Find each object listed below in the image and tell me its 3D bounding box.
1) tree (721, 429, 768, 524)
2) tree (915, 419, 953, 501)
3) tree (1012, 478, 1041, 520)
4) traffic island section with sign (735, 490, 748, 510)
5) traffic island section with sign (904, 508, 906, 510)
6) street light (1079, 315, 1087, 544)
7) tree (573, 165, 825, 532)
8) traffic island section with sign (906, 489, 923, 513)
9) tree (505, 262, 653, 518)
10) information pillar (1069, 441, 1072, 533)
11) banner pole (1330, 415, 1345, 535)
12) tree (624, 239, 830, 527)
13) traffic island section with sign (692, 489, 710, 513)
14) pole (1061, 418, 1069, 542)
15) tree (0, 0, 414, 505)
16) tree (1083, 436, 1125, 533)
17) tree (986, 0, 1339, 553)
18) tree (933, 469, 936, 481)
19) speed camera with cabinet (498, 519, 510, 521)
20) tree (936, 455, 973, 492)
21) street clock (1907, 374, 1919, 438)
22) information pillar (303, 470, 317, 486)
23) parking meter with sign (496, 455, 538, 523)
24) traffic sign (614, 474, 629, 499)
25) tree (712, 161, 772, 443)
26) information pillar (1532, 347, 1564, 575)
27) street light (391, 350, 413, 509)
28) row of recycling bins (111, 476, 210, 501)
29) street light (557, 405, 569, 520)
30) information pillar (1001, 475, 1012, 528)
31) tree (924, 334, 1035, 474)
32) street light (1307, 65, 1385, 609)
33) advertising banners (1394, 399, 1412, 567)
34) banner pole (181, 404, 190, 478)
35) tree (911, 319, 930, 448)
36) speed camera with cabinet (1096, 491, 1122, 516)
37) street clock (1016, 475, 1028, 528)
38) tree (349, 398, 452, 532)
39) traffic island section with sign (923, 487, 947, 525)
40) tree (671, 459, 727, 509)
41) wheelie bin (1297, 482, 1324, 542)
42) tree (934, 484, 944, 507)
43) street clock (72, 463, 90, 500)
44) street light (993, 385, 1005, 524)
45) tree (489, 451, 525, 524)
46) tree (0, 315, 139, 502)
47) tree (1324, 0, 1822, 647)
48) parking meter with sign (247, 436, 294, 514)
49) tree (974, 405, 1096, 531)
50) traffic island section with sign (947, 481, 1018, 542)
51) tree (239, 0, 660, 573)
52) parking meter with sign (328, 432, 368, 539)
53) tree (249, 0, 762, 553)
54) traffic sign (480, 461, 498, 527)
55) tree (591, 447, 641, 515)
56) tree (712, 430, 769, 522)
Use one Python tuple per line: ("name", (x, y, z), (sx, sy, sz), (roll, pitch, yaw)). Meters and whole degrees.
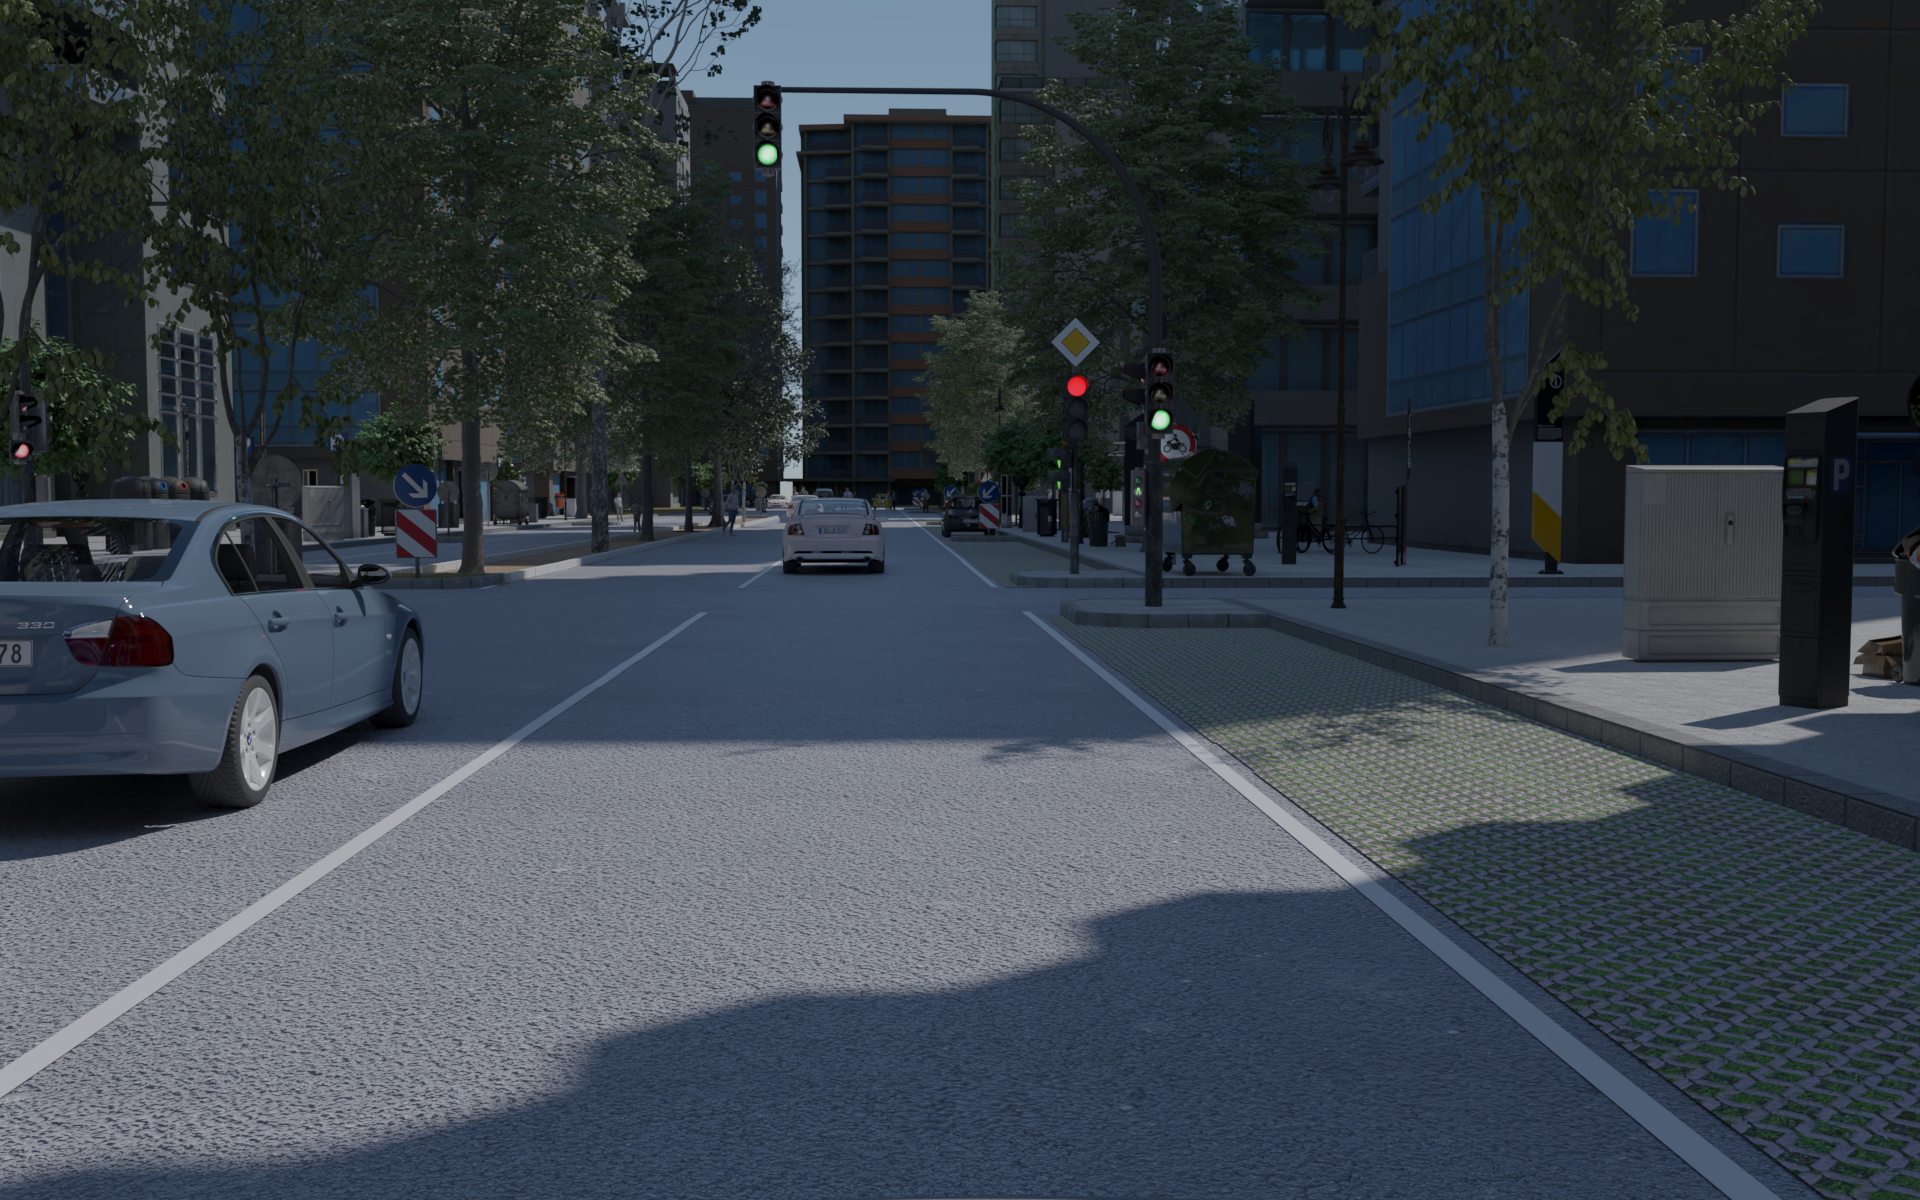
("tree", (-10.844, -7.958, 82.928), (4.737, 8.622, 4.395), (0, 3, 0))
("tree", (-1.554, -12.170, 149.348), (4.360, 8.622, 3.978), (0, 3, 0))
("tree", (3.124, -5.555, 85.430), (1.663, 3.219, 1.824), (0, 3, 0))
("traffic island section with sign", (-20.130, -8.991, 155.636), (1.989, 1.847, 2.006), (0, 4, -3))
("traffic island section with sign", (-4.089, -9.051, 156.607), (1.989, 1.847, 2.006), (0, 4, -3))
("street light", (3.123, -4.384, 44.461), (0.468, 5.910, 1.993), (0, 4, -3))
("tree", (-10.094, -9.259, 64.204), (12.009, 13.543, 11.850), (0, 3, 0))
("traffic island section with sign", (-2.842, -7.404, 129.681), (1.989, 1.847, 2.006), (0, 4, -3))
("tree", (-19.915, -11.285, 91.165), (9.857, 13.997, 8.962), (0, 3, 0))
("information pillar", (3.524, -3.927, 55.559), (0.183, 3.616, 0.504), (-1, 4, -19))
("banner pole", (11.800, -3.898, 53.753), (0.401, 3.779, 0.863), (0, 4, -6))
("tree", (-10.541, -9.520, 75.110), (9.611, 12.733, 9.660), (0, 3, 0))
("traffic island section with sign", (-18.897, -7.344, 128.709), (1.989, 1.847, 2.006), (0, 4, -3))
("pole", (2.790, -3.183, 45.887), (0.158, 3.312, 0.155), (0, 3, 0))
("tree", (-7.538, -3.987, 18.013), (4.737, 8.622, 4.395), (0, 3, 0))
("tree", (4.756, -3.820, 57.065), (1.663, 3.219, 1.824), (0, 3, 0))
("tree", (4.597, -7.307, 37.599), (7.486, 12.596, 7.792), (0, 3, 0))
("tree", (-0.499, -9.215, 134.370), (4.285, 4.588, 4.351), (0, 3, 0))
("speed camera with cabinet", (-22.183, -5.492, 84.129), (0.660, 3.252, 2.038), (-1, 4, -16))
("tree", (2.177, -5.231, 69.236), (4.285, 4.588, 4.351), (0, 3, 0))
("street clock", (5.325, -0.287, 9.269), (0.471, 2.002, 0.358), (3, 4, 37))
("information pillar", (-19.575, -2.919, 52.222), (0.304, 2.012, 0.304), (3, 5, 41))
("parking meter with sign", (-19.779, -4.967, 77.466), (1.738, 3.016, 0.543), (0, 4, 2))
("traffic sign", (-19.821, -6.203, 101.425), (0.884, 2.594, 0.081), (0, 4, -1))
("tree", (-9.643, -8.083, 52.746), (7.486, 12.596, 7.792), (0, 3, 0))
("information pillar", (9.380, -2.217, 27.596), (0.504, 3.616, 0.183), (-1, 4, -12))
("street light", (-17.857, -5.066, 55.612), (0.468, 5.910, 1.993), (0, 4, -3))
("row of recycling bins", (-18.790, -2.054, 40.700), (1.069, 1.692, 3.534), (0, 4, 3))
("street light", (-19.261, -6.830, 84.450), (0.468, 5.910, 1.993), (0, 4, -3))
("information pillar", (1.763, -3.733, 65.534), (0.304, 2.012, 0.304), (3, 5, 41))
("tree", (1.264, -11.252, 109.731), (9.928, 11.665, 9.643), (0, 3, 0))
("street light", (4.256, -2.845, 19.299), (0.468, 5.910, 1.993), (0, 4, -3))
("advertising banners", (8.035, -2.150, 31.336), (0.090, 3.025, 2.074), (1, 4, 21))
("banner pole", (-21.326, -3.532, 47.766), (0.401, 3.779, 0.863), (-3, 4, -36))
("tree", (1.139, -10.897, 96.292), (7.486, 12.596, 7.792), (0, 3, 0))
("speed camera with cabinet", (9.060, -6.590, 102.078), (2.038, 3.252, 0.660), (2, 4, 25))
("street clock", (2.312, -3.675, 64.662), (0.358, 2.002, 0.471), (3, 5, 43))
("tree", (-19.175, -4.629, 59.396), (4.285, 4.588, 4.351), (0, 3, 0))
("traffic island section with sign", (-0.556, -4.369, 80.067), (1.989, 1.847, 2.006), (0, 4, -3))
("tree", (-23.240, -10.163, 149.874), (4.285, 4.588, 4.351), (0, 3, 0))
("wheelie bin", (9.252, -2.339, 46.146), (0.693, 1.594, 0.980), (-3, 4, -38))
("tree", (-1.941, -11.161, 177.077), (1.663, 3.219, 1.824), (0, 3, 0))
("street clock", (-20.736, -2.222, 40.897), (0.471, 2.002, 0.358), (3, 5, 42))
("street light", (1.680, -6.178, 73.801), (0.468, 5.910, 1.993), (0, 4, -3))
("tree", (-19.224, -4.836, 73.675), (1.663, 3.219, 1.824), (0, 3, 0))
("tree", (-16.981, -2.935, 31.703), (4.285, 4.588, 4.351), (0, 3, 0))
("tree", (4.708, -3.903, 14.169), (4.737, 8.622, 4.395), (0, 3, 0))
("parking meter with sign", (-21.153, -3.465, 52.909), (0.543, 3.016, 1.738), (1, 4, 22))
("tree", (3.609, -4.736, 61.144), (4.285, 4.588, 4.351), (0, 3, 0))
("traffic island section with sign", (0.726, -2.682, 52.477), (1.989, 1.847, 2.006), (0, 4, -3))
("tree", (-8.696, -6.722, 30.487), (7.486, 12.596, 7.792), (0, 3, 0))
("parking meter with sign", (-17.530, -3.272, 49.753), (0.543, 3.016, 1.738), (0, 4, 2))
("tree", (-10.013, -11.254, 42.357), (12.611, 20.169, 13.585), (0, 3, 0))
("traffic sign", (-18.405, -4.123, 67.525), (0.768, 2.556, 0.104), (0, 4, 1))
("tree", (-21.611, -7.624, 108.366), (4.285, 4.588, 4.351), (0, 3, 0))
("tree", (-10.959, -8.241, 87.568), (4.360, 8.622, 3.978), (0, 3, 0))
